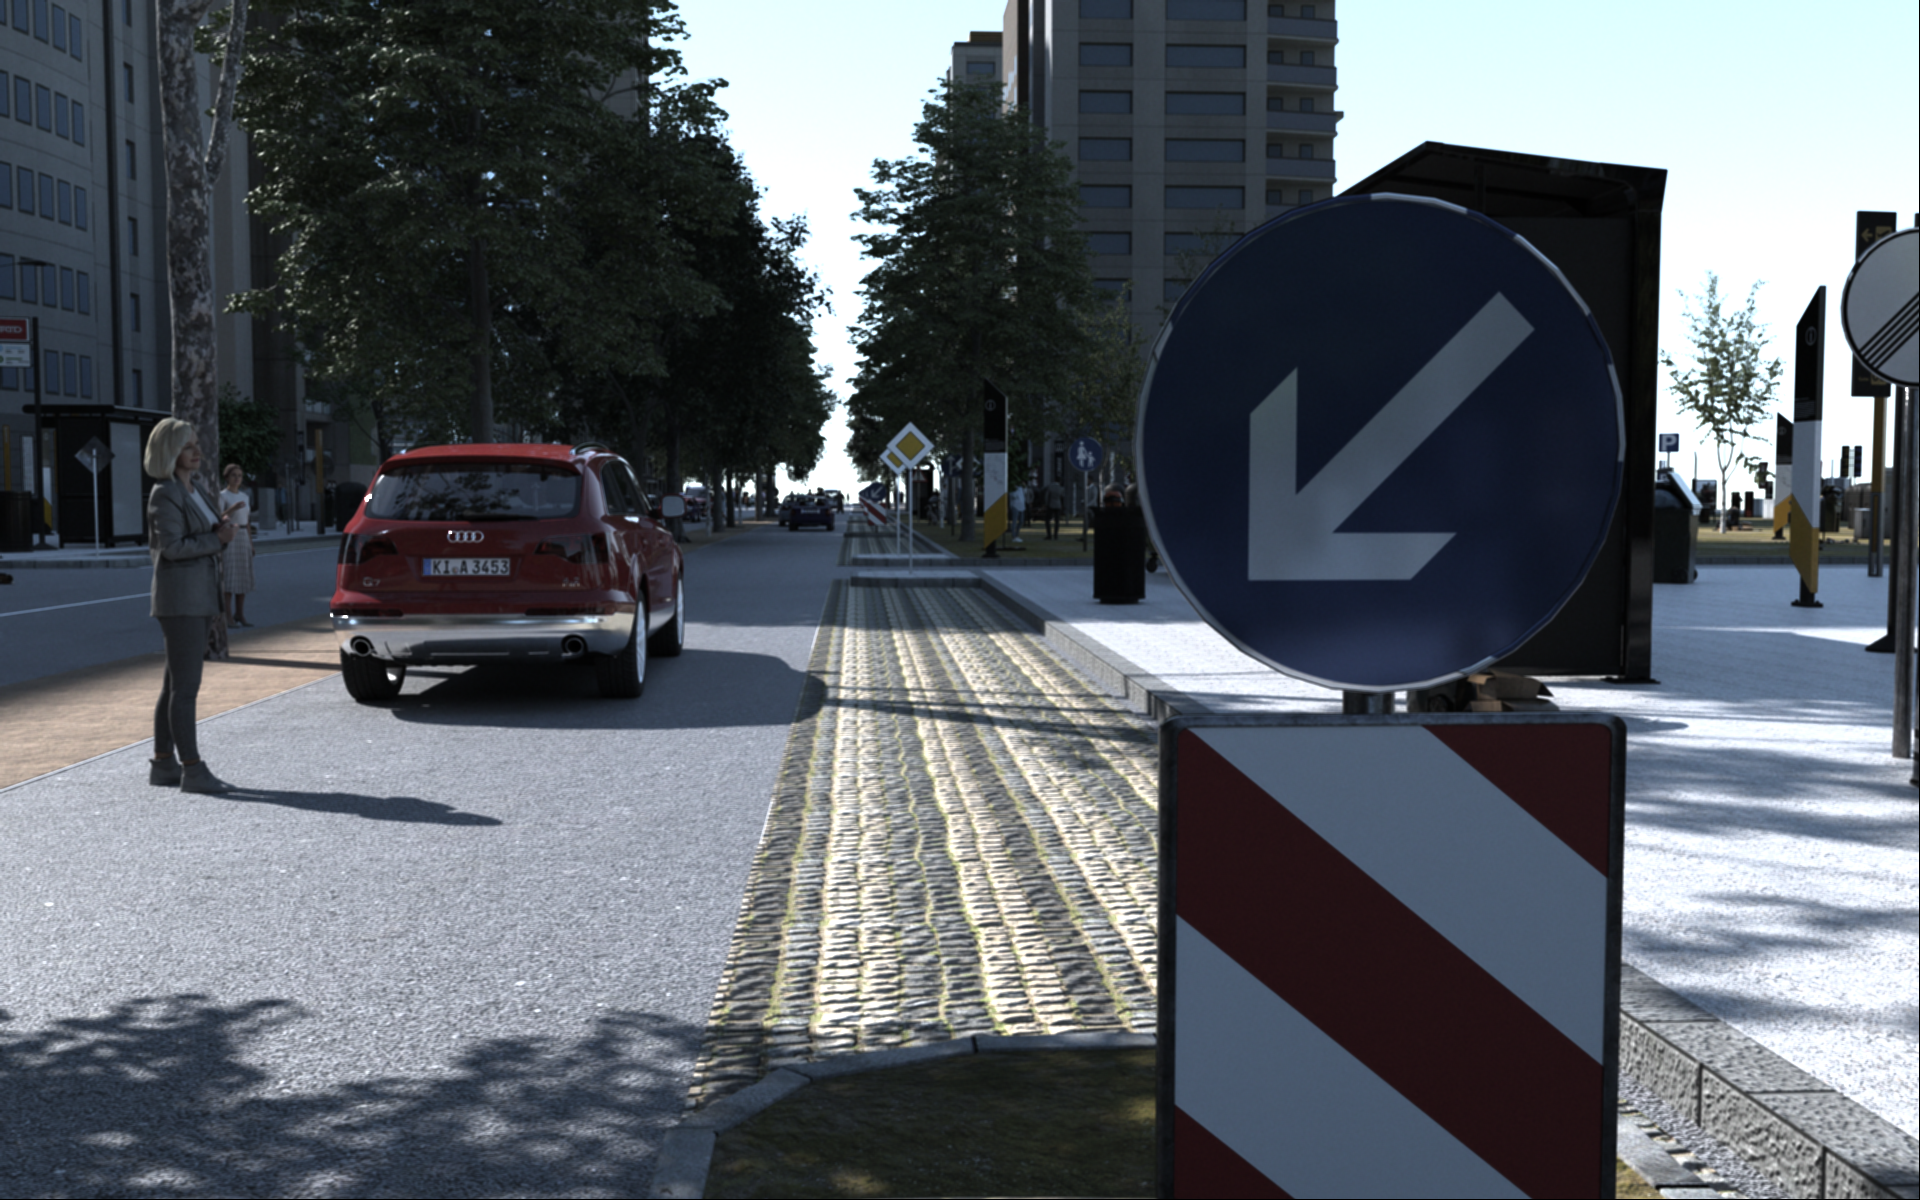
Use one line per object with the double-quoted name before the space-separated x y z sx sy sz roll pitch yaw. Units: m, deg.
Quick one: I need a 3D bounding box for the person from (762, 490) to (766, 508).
"person" -19.816 -10.109 173.658 0.599 1.838 0.709 3 5 40

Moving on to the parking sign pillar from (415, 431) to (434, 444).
"parking sign pillar" -22.810 -5.172 73.037 1.447 3.967 1.447 3 5 45

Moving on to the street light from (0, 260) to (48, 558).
"street light" -18.775 -3.785 34.431 1.470 5.913 1.316 0 4 -3

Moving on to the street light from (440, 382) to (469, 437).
"street light" -20.948 -6.071 71.808 1.470 5.913 1.316 0 4 -3

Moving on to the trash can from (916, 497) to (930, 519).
"trash can" -1.890 -4.684 88.240 0.748 1.137 0.748 0 3 0

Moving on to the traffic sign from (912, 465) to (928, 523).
"traffic sign" -1.865 -4.762 77.854 0.884 2.594 0.081 0 4 2

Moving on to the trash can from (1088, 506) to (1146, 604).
"trash can" 1.869 -0.529 20.303 0.748 1.137 0.748 0 3 0

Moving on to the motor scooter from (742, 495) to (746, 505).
"motor scooter" -28.575 -13.179 228.253 0.815 1.314 1.986 0 4 -5

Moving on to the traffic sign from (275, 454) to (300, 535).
"traffic sign" -21.281 -3.346 54.817 0.768 2.556 0.104 0 4 -2

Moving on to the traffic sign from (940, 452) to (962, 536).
"traffic sign" -0.217 -3.233 52.970 0.768 2.556 0.104 0 4 1

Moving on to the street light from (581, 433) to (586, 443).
"street light" -23.459 -8.476 111.128 1.470 5.913 1.316 0 4 -3

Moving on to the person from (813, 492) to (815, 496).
"person" -19.621 -13.678 233.079 0.756 1.711 0.436 1 4 17

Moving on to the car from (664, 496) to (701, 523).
"car" -14.099 -4.591 87.640 1.945 1.354 3.894 0 4 -4

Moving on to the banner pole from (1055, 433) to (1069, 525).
"banner pole" 4.215 -4.961 71.127 0.863 3.779 0.401 3 4 37

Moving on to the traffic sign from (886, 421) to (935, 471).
"traffic sign" -0.771 -1.558 27.670 0.795 2.593 0.064 0 4 -3

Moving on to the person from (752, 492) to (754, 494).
"person" -30.820 -15.188 257.767 0.436 1.711 0.756 1 4 10

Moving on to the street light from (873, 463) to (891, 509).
"street light" -6.675 -10.804 149.189 1.470 5.913 1.316 0 4 -3

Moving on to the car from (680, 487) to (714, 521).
"car" -13.964 -5.185 93.441 2.281 1.827 5.304 0 4 -5

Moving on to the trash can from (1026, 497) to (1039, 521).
"trash can" 3.422 -4.351 82.786 0.748 1.137 0.748 0 3 0

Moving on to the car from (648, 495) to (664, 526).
"car" -12.635 -3.436 68.185 2.014 1.417 4.499 0 4 -5

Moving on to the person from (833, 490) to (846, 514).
"person" -8.774 -7.160 126.123 0.990 1.755 0.434 -2 4 -23

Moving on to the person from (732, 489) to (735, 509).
"person" -17.073 -7.388 129.159 0.599 1.838 0.709 -1 4 -16

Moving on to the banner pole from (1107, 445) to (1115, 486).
"banner pole" 7.592 -5.954 87.361 0.401 3.779 0.863 2 4 34

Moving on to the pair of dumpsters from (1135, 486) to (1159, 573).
"pair of dumpsters" 3.790 -1.453 26.244 1.574 2.255 4.437 0 4 -4

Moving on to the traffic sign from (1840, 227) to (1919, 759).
"traffic sign" 4.586 -0.505 8.359 0.768 2.556 0.104 0 4 0

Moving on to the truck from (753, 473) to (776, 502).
"truck" -25.523 -14.579 227.279 2.839 4.237 11.283 0 4 -5

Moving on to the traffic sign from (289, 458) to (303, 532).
"traffic sign" -22.593 -3.573 58.517 0.768 2.556 0.104 0 4 1

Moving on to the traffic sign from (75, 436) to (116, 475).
"traffic sign" -17.318 -1.988 34.695 0.795 2.593 0.064 0 4 -3

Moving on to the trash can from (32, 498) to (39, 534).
"trash can" -29.883 -2.724 56.185 0.748 1.137 0.748 0 3 0

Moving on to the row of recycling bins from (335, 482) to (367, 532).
"row of recycling bins" -21.091 -3.243 60.128 1.069 1.692 3.534 -1 4 -16

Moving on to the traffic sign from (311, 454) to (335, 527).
"traffic sign" -20.354 -3.378 55.333 0.768 2.556 0.104 0 4 2

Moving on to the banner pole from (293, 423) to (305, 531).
"banner pole" -23.131 -4.321 60.670 0.863 3.779 0.401 3 5 45

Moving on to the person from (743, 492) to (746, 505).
"person" -29.434 -13.928 236.678 0.683 1.767 0.568 1 4 19

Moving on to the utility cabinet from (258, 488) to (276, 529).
"utility cabinet" -24.900 -3.277 62.260 0.318 1.500 1.173 -3 4 -36

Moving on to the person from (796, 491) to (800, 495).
"person" -16.513 -10.246 176.735 1.217 1.736 0.721 0 4 -1

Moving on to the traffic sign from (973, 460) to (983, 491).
"traffic sign" 0.449 -3.631 59.478 0.768 2.556 0.104 0 4 -2

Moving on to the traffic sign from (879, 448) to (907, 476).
"traffic sign" -1.252 -2.046 35.641 0.795 2.593 0.064 0 4 -3

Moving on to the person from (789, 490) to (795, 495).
"person" -13.499 -7.968 139.336 0.990 1.755 0.434 1 4 15

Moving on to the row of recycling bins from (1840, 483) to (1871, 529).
"row of recycling bins" 32.778 -3.389 62.527 1.069 1.692 3.534 1 4 18

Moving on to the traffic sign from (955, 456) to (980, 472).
"traffic sign" 0.269 -3.243 52.752 0.795 2.593 0.064 0 4 1

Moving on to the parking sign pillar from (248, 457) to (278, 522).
"parking sign pillar" -32.079 -5.559 79.356 1.447 3.967 1.447 2 4 31

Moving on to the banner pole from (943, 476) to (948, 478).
"banner pole" -0.776 -7.146 106.846 0.863 3.779 0.401 0 4 0

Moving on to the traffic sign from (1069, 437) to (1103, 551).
"traffic sign" 2.801 -2.361 38.705 0.768 2.556 0.104 0 4 -3

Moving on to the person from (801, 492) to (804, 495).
"person" -23.044 -14.920 253.268 1.217 1.723 0.721 -1 4 -19

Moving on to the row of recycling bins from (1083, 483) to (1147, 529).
"row of recycling bins" 6.142 -3.470 63.849 3.534 1.692 1.069 2 4 31

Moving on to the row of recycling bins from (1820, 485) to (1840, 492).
"row of recycling bins" 42.042 -4.681 83.651 1.069 1.692 3.534 -1 4 -17

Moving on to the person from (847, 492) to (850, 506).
"person" -13.618 -12.319 210.837 0.530 1.710 0.541 2 4 35

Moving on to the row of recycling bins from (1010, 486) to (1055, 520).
"row of recycling bins" 3.121 -4.784 85.338 3.534 1.692 1.069 2 4 31
